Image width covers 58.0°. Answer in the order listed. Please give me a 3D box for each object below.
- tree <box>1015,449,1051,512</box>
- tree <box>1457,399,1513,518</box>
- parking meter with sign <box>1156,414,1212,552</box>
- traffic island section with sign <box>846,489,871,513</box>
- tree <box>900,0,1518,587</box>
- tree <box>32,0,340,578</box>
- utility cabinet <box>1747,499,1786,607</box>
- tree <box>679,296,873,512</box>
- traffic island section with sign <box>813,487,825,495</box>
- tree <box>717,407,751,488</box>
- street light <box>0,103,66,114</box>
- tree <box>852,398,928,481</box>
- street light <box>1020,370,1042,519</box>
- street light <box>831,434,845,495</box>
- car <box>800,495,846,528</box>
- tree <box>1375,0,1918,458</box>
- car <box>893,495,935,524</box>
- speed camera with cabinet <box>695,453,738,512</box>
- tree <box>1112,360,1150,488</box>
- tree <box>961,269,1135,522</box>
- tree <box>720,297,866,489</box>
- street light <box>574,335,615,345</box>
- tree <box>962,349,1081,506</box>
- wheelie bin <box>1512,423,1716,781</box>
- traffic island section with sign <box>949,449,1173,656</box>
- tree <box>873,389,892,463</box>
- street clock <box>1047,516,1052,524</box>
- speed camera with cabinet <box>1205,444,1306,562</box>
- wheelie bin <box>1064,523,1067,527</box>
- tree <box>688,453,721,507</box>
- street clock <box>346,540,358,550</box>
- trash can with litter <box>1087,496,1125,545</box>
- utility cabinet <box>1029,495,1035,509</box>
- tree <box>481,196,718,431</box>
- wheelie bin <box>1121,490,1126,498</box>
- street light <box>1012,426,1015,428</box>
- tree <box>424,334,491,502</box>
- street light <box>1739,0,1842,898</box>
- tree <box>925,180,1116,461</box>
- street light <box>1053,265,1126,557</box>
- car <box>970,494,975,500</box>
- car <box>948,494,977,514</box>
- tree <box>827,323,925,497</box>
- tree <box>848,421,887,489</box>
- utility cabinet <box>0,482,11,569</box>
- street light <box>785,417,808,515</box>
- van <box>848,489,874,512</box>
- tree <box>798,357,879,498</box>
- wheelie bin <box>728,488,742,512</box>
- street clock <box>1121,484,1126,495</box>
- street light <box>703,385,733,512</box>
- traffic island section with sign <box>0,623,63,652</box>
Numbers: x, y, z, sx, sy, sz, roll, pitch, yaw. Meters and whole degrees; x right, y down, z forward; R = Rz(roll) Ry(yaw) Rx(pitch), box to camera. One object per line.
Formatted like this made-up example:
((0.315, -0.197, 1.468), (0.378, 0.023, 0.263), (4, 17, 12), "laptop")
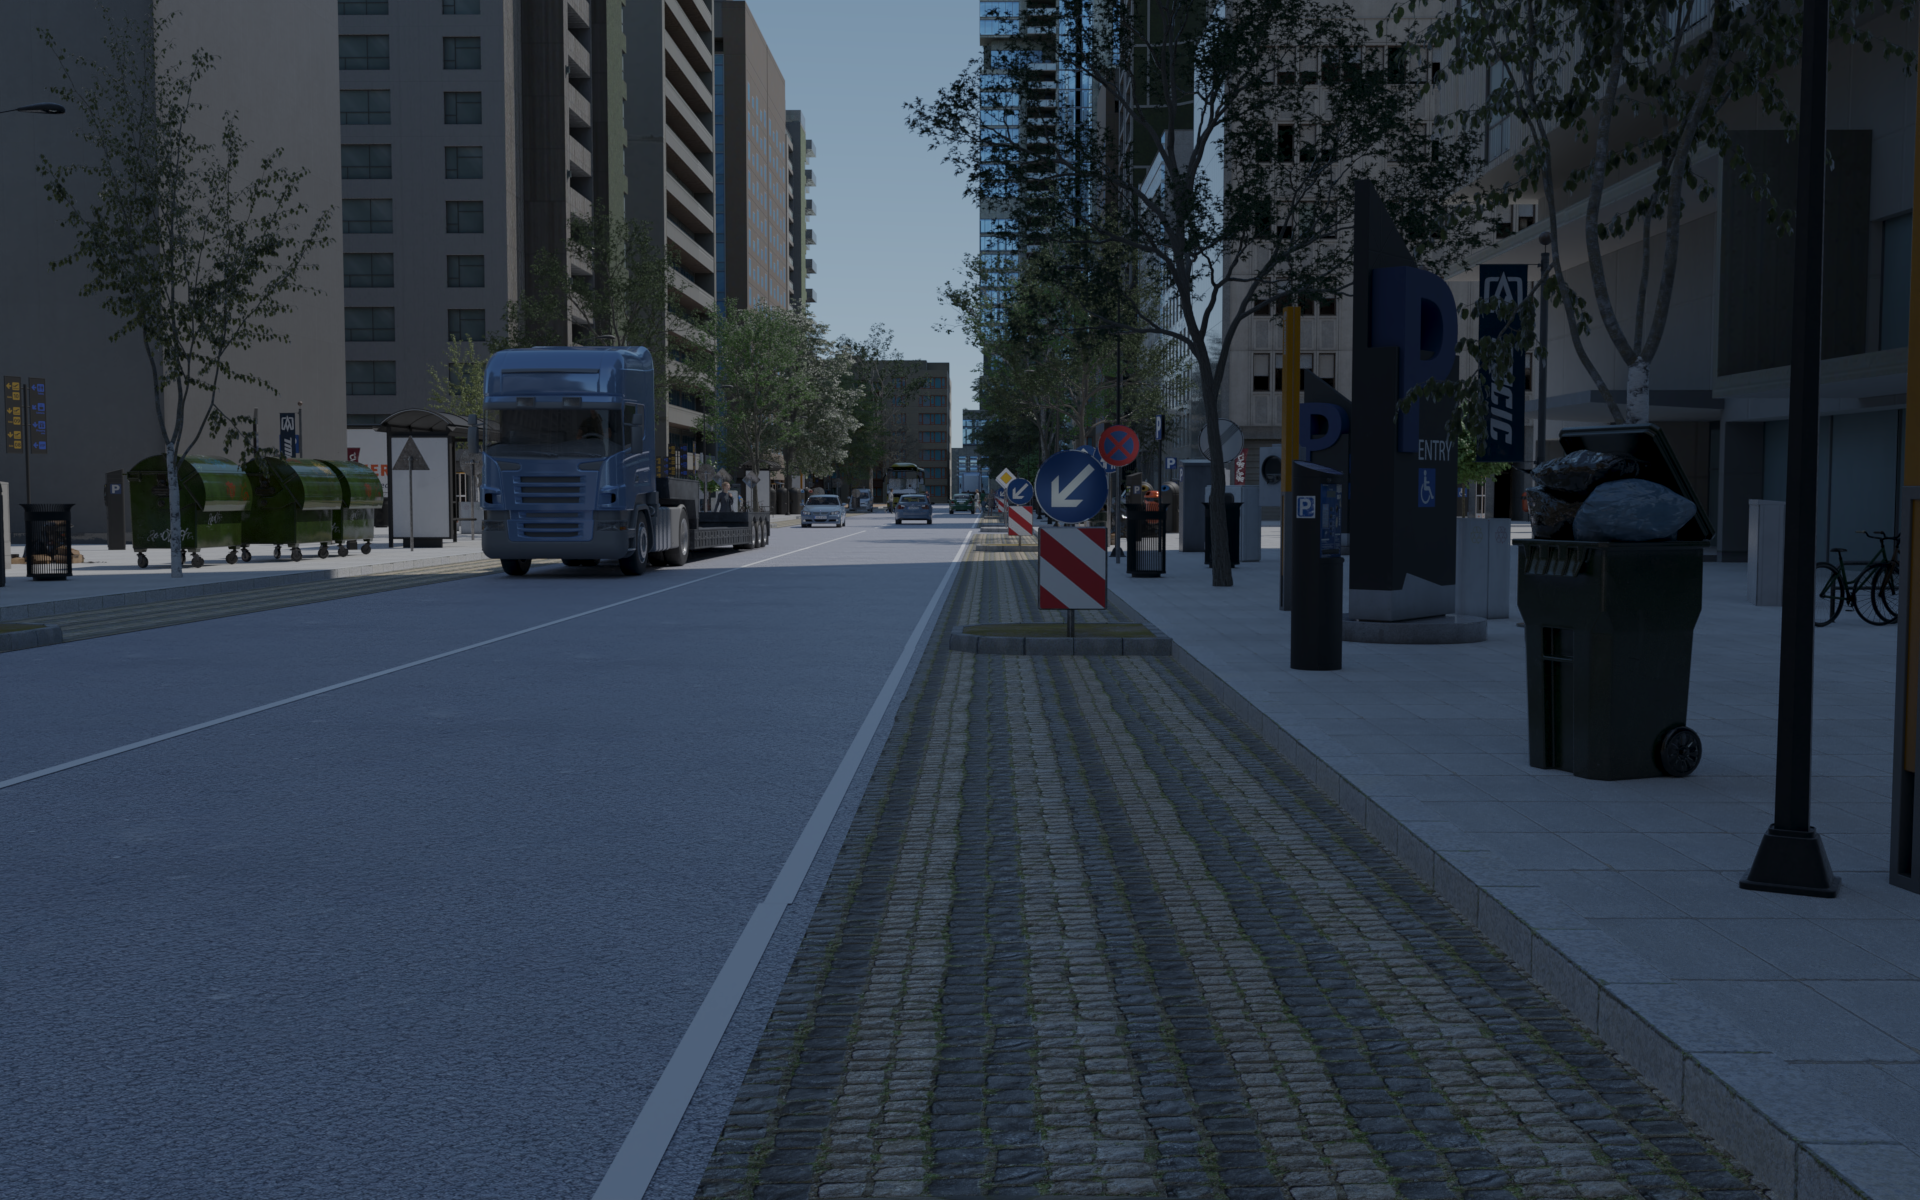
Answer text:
((5.623, -8.662, 125.342), (4.285, 4.588, 4.351), (0, 3, 0), "tree")
((17.267, -4.630, 59.421), (4.285, 4.588, 4.351), (0, 3, 0), "tree")
((5.229, -2.568, 38.243), (1.738, 3.016, 0.543), (0, 4, -6), "parking meter with sign")
((-7.648, -7.312, 128.172), (1.989, 1.847, 2.006), (0, 4, 1), "traffic island section with sign")
((3.610, -5.488, 24.135), (8.767, 10.594, 7.601), (-1, 4, -11), "tree")
((-11.861, -4.637, 26.183), (4.360, 8.622, 3.978), (0, 3, 0), "tree")
((9.419, -0.555, 20.231), (0.306, 1.237, 1.020), (1, 4, 19), "utility cabinet")
((-10.813, -10.107, 91.005), (9.928, 11.665, 9.643), (0, 3, 0), "tree")
((-8.132, -5.602, 100.214), (1.989, 1.847, 2.006), (0, 4, 1), "traffic island section with sign")
((-18.660, -11.670, 141.173), (4.737, 8.622, 4.395), (0, 3, 0), "tree")
((-11.315, -2.947, 20.724), (1.470, 5.913, 1.316), (0, 4, 1), "street light")
((-9.130, -18.896, 219.319), (12.009, 13.543, 11.850), (0, 3, 0), "tree")
((3.097, -5.654, 64.977), (1.470, 5.913, 1.316), (0, 4, 1), "street light")
((-9.466, -9.912, 134.594), (1.470, 5.913, 1.316), (0, 4, 1), "street light")
((-5.909, -3.864, 75.186), (2.014, 1.417, 4.499), (0, 4, -1), "car")
((3.990, -3.647, 9.986), (4.360, 8.622, 3.978), (0, 3, 0), "tree")
((-2.207, -4.348, 83.085), (2.014, 1.417, 4.499), (0, 4, 0), "car")
((-11.779, -5.452, 83.478), (2.038, 3.252, 0.660), (-1, 4, -14), "speed camera with cabinet")
((9.542, -8.437, 88.308), (4.360, 8.622, 3.978), (0, 3, 0), "tree")
((4.214, -9.440, 80.104), (9.928, 11.665, 9.643), (0, 3, 0), "tree")
((-10.994, -12.560, 112.007), (9.857, 13.997, 8.962), (0, 3, 0), "tree")
((-10.772, -4.785, 50.770), (1.470, 5.913, 1.316), (0, 4, 1), "street light")
((5.034, -14.122, 137.556), (9.857, 13.997, 8.962), (0, 3, 0), "tree")
((2.992, -0.004, 7.976), (0.693, 1.594, 0.980), (-1, 4, -21), "wheelie bin")
((0.903, -0.463, 16.202), (1.989, 1.847, 2.006), (0, 4, 1), "traffic island section with sign")
((-10.060, -14.151, 157.128), (9.928, 11.665, 9.643), (0, 3, 0), "tree")
((3.814, -4.215, 73.486), (0.358, 2.002, 0.471), (1, 4, 12), "street clock")
((5.533, -2.339, 32.576), (0.660, 3.252, 2.038), (-3, 4, -39), "speed camera with cabinet")
((4.162, -3.370, 63.002), (0.980, 1.594, 0.693), (2, 4, 31), "wheelie bin")
((-11.776, -5.320, 81.578), (1.663, 3.219, 1.824), (0, 3, 0), "tree")
((-13.971, -2.151, 39.733), (0.471, 2.002, 0.358), (-3, 5, -43), "street clock")
((3.531, -1.954, 43.337), (0.624, 1.170, 1.055), (2, 4, 34), "trash can with litter")
((5.851, -8.142, 144.287), (1.020, 1.237, 0.306), (1, 4, 9), "utility cabinet")
((-11.560, -7.395, 55.315), (8.767, 10.594, 7.601), (1, 4, 14), "tree")
((11.997, -7.162, 125.005), (0.693, 1.594, 0.980), (0, 4, -8), "wheelie bin")
((3.494, -7.044, 87.707), (1.470, 5.913, 1.316), (0, 4, 1), "street light")
((-22.115, -7.848, 78.684), (4.737, 8.622, 4.395), (0, 3, 0), "tree")
((2.179, -2.016, 5.509), (1.470, 5.913, 1.316), (0, 4, 1), "street light")
((4.515, -15.347, 106.813), (12.611, 20.169, 13.585), (0, 3, 0), "tree")
((2.678, -3.835, 35.242), (1.470, 5.913, 1.316), (0, 4, 1), "street light")
((0.982, -10.823, 186.749), (2.009, 1.686, 4.222), (0, 4, 3), "car")
((0.169, -6.947, 125.380), (2.131, 1.459, 4.920), (0, 4, 2), "car")
((-8.552, -20.374, 188.997), (12.611, 20.169, 13.585), (0, 3, 0), "tree")
((-9.220, -13.280, 167.486), (4.360, 8.622, 3.978), (0, 3, 0), "tree")
((-16.632, -1.258, 29.249), (1.173, 1.500, 0.318), (1, 4, 15), "utility cabinet")
((-9.822, -8.034, 103.893), (1.470, 5.913, 1.316), (0, 4, 1), "street light")
((-7.708, -7.833, 135.080), (2.013, 2.044, 4.112), (0, 4, 1), "van")
((-10.575, -13.816, 144.016), (7.486, 12.596, 7.792), (0, 3, 0), "tree")
((-11.678, -4.962, 89.038), (0.980, 1.594, 0.693), (0, 4, 4), "wheelie bin")
((11.989, -7.495, 127.108), (0.358, 2.002, 0.471), (-3, 5, -44), "street clock")
((-10.369, -6.204, 73.978), (1.470, 5.913, 1.316), (0, 4, 1), "street light")
((-9.627, -0.461, 16.162), (1.989, 1.847, 2.006), (0, 4, 1), "traffic island section with sign")
